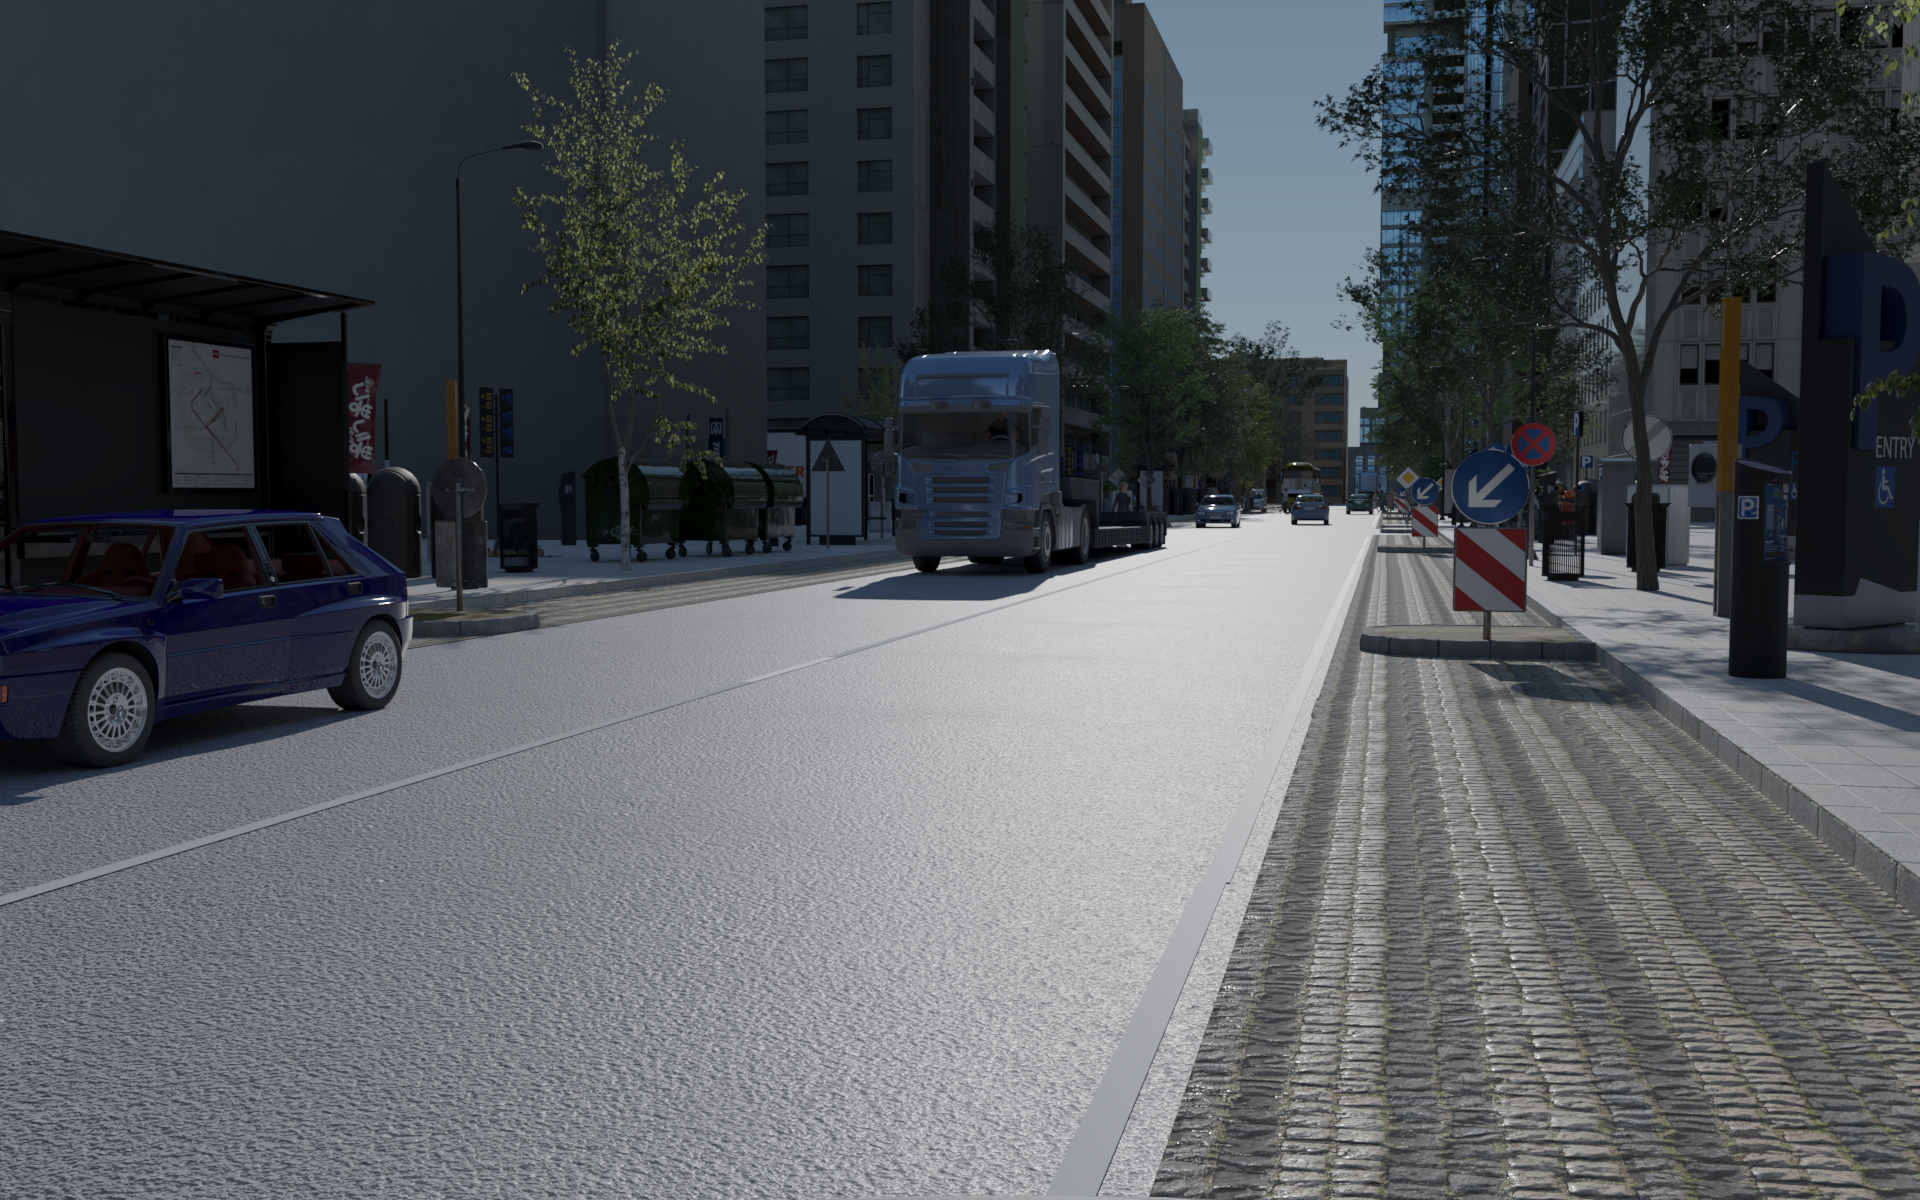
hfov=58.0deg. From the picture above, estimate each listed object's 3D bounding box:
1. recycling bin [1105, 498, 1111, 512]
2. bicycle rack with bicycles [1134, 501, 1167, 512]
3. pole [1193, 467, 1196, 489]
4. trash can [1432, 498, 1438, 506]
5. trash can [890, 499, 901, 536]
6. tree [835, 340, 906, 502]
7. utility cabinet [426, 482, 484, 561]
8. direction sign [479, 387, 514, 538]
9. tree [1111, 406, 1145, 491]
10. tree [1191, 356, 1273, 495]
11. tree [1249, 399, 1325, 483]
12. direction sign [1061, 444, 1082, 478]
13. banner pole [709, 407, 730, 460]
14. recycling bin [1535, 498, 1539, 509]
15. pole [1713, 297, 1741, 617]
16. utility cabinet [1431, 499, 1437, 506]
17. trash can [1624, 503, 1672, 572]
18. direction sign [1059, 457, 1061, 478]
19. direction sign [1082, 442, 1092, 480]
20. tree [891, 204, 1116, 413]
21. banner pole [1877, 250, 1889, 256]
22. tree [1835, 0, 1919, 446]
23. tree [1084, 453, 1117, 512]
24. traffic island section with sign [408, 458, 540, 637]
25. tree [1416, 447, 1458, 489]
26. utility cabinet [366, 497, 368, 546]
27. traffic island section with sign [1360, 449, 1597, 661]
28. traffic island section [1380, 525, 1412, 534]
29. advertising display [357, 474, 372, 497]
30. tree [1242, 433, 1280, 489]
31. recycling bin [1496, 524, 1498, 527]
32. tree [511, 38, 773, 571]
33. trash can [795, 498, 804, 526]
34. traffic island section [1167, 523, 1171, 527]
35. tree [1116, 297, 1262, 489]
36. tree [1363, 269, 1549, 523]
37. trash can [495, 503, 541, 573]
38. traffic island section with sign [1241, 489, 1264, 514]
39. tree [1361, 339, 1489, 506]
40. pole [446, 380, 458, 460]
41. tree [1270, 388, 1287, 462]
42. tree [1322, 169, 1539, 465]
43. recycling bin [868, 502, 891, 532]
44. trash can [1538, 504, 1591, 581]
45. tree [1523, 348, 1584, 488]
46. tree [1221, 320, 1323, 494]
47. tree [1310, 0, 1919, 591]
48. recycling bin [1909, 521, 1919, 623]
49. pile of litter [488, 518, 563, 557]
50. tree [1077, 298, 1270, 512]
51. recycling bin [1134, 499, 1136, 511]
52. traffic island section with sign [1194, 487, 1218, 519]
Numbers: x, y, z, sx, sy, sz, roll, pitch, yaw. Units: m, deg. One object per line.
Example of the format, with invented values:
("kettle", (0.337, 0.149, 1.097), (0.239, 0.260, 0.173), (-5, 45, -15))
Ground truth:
("recycling bin", (10.338, -6.454, 118.074), (0.722, 1.027, 0.722), (3, 5, 44))
("bicycle rack with bicycles", (10.086, -4.991, 94.980), (2.852, 0.926, 2.925), (-1, 4, -21))
("pole", (16.354, -7.761, 120.735), (0.158, 3.312, 0.155), (0, 3, 0))
("trash can", (37.721, -7.674, 137.122), (0.748, 1.137, 0.748), (0, 3, 0))
("trash can", (-1.695, -2.395, 50.818), (0.748, 1.137, 0.748), (0, 3, 0))
("tree", (-3.777, -8.049, 81.963), (4.737, 8.622, 4.395), (0, 3, 0))
("utility cabinet", (-9.477, -1.460, 32.552), (1.173, 1.500, 0.318), (2, 4, 28))
("direction sign", (-9.903, -2.757, 37.067), (0.379, 3.537, 0.876), (3, 4, 36))
("tree", (13.493, -11.729, 142.126), (4.737, 8.622, 4.395), (0, 3, 0))
("tree", (22.036, -13.760, 143.103), (7.486, 12.596, 7.792), (0, 3, 0))
("tree", (40.203, -18.706, 216.205), (12.009, 13.543, 11.850), (0, 3, 0))
("direction sign", (5.203, -5.322, 79.008), (0.876, 3.537, 0.379), (1, 4, 17))
("banner pole", (-6.894, -3.670, 50.015), (0.863, 3.779, 0.401), (2, 4, 26))
("recycling bin", (25.950, -3.997, 77.900), (0.722, 1.027, 0.722), (0, 4, 3))
("pole", (7.995, -1.481, 18.050), (0.158, 3.312, 0.155), (0, 3, 0))
("utility cabinet", (38.035, -7.864, 139.736), (1.020, 1.237, 0.306), (1, 4, 22))
("trash can", (11.370, -1.041, 28.682), (0.748, 1.137, 0.748), (0, 3, 0))
("direction sign", (5.942, -6.938, 105.427), (0.876, 3.537, 0.379), (-2, 4, -32))
("direction sign", (5.663, -5.092, 75.256), (0.379, 3.537, 0.876), (1, 4, 10))
("tree", (1.329, -7.488, 56.836), (8.767, 10.594, 7.601), (2, 4, 27))
("banner pole", (9.357, -1.715, 18.058), (0.401, 3.779, 0.863), (-1, 4, -20))
("tree", (6.393, -3.598, 9.194), (4.360, 8.622, 3.978), (0, 3, 0))
("tree", (6.911, -5.376, 82.497), (1.663, 3.219, 1.824), (0, 3, 0))
("traffic island section with sign", (-5.558, -0.588, 18.239), (1.989, 1.847, 2.006), (1, 4, 14))
("tree", (33.620, -8.416, 121.311), (4.285, 4.588, 4.351), (0, 3, 0))
("utility cabinet", (-13.621, -1.787, 40.379), (1.020, 1.237, 0.306), (-2, 4, -24))
("traffic island section with sign", (4.718, -0.447, 15.944), (1.989, 1.847, 2.006), (1, 4, 14))
("traffic island section", (16.594, -2.559, 64.128), (2.009, 0.180, 2.903), (1, 4, 14))
("advertising display", (-15.438, -2.422, 44.811), (0.123, 1.923, 0.974), (-3, 5, -40))
("tree", (28.551, -13.170, 165.690), (4.360, 8.622, 3.978), (0, 3, 0))
("recycling bin", (15.925, -2.377, 51.416), (0.722, 1.027, 0.722), (2, 4, 35))
("tree", (-5.459, -4.779, 28.499), (4.360, 8.622, 3.978), (0, 3, 0))
("trash can", (-6.615, -3.553, 69.750), (0.748, 1.137, 0.748), (0, 3, 0))
("traffic island section", (7.982, -3.192, 74.474), (2.009, 0.180, 2.903), (1, 4, 14))
("tree", (14.515, -12.558, 111.985), (9.857, 13.997, 8.962), (0, 3, 0))
("tree", (22.231, -9.282, 77.510), (9.928, 11.665, 9.643), (0, 3, 0))
("trash can", (-7.235, -1.024, 28.388), (0.748, 1.137, 0.748), (0, 3, 0))
("traffic island section with sign", (21.290, -7.241, 127.014), (1.989, 1.847, 2.006), (1, 4, 14))
("tree", (35.828, -13.865, 133.344), (9.857, 13.997, 8.962), (0, 3, 0))
("pole", (-9.101, -2.279, 31.103), (0.158, 3.312, 0.155), (0, 3, 0))
("tree", (25.448, -14.068, 155.774), (9.928, 11.665, 9.643), (0, 3, 0))
("tree", (28.524, -15.143, 103.479), (12.611, 20.169, 13.585), (0, 3, 0))
("recycling bin", (-2.706, -2.798, 58.308), (0.722, 1.027, 0.722), (0, 4, -8))
("trash can", (8.968, -0.861, 25.732), (0.748, 1.137, 0.748), (0, 3, 0))
("tree", (29.231, -8.194, 84.330), (4.360, 8.622, 3.978), (0, 3, 0))
("tree", (34.067, -20.221, 186.507), (12.611, 20.169, 13.585), (0, 3, 0))
("tree", (9.184, -5.423, 23.073), (8.767, 10.594, 7.601), (0, 4, 1))
("recycling bin", (9.302, -0.255, 16.725), (0.722, 1.027, 0.722), (-1, 4, -18))
("pile of litter", (-9.016, -1.308, 35.350), (1.719, 0.858, 1.176), (1, 4, 17))
("tree", (10.004, -10.135, 91.469), (9.928, 11.665, 9.643), (0, 3, 0))
("recycling bin", (10.289, -5.713, 105.964), (0.722, 1.027, 0.722), (-3, 4, -36))
("traffic island section with sign", (14.599, -5.580, 99.861), (1.989, 1.847, 2.006), (1, 4, 14))
